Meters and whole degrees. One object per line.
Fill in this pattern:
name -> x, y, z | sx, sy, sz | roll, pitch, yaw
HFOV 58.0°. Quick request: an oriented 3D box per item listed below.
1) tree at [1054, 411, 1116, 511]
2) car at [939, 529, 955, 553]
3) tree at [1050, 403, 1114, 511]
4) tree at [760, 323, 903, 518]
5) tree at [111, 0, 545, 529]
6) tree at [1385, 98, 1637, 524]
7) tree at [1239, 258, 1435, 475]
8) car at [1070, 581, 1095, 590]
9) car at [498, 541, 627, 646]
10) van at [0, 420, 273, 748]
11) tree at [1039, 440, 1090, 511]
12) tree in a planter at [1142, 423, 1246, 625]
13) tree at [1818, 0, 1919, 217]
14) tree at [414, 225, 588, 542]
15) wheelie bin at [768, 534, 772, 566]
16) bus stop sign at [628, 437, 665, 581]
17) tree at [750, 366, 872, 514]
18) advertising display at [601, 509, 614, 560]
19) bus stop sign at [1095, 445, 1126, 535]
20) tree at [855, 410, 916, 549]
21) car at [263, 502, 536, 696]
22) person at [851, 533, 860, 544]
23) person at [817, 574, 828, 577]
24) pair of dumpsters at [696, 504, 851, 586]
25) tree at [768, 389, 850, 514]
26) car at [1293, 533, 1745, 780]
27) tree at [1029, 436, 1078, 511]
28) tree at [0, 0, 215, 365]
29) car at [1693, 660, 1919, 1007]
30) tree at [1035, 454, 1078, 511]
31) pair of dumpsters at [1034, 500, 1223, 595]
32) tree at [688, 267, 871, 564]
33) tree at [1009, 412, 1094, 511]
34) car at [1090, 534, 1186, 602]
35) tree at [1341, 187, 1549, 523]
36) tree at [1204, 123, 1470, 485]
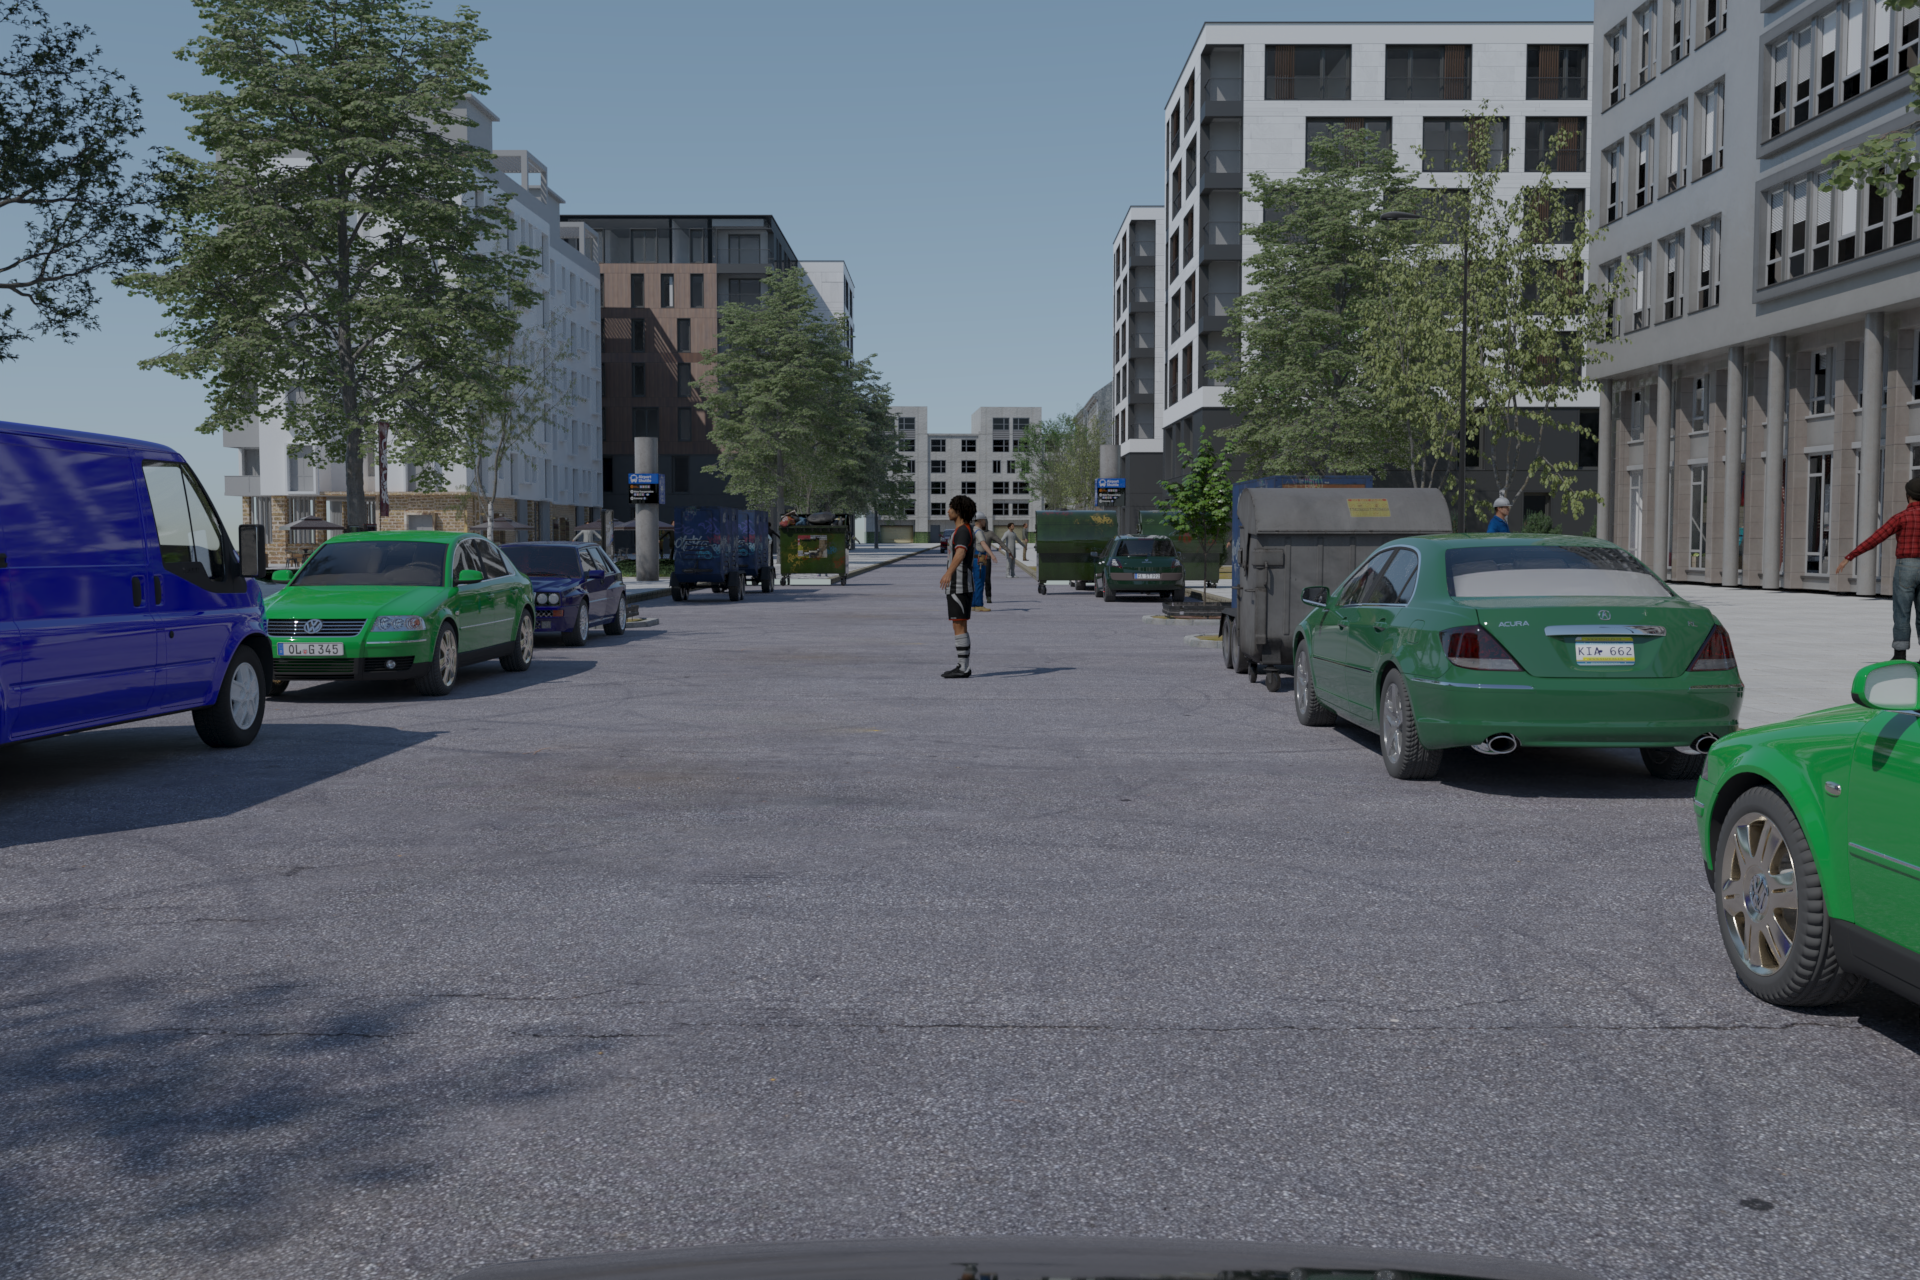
tree -> 7.618, -9.408, 104.179 | 4.737, 8.622, 4.395 | 0, 3, 0
car -> -0.467, -7.516, 131.560 | 2.281, 1.827, 5.304 | 0, 4, 0
tree -> 7.297, -8.958, 96.824 | 4.360, 8.622, 3.978 | 0, 3, 0
tree -> -7.799, -12.082, 104.203 | 9.857, 13.997, 8.962 | 0, 3, 0
tree -> -11.782, -7.000, 32.577 | 7.486, 12.596, 7.792 | 0, 3, 0
tree -> 9.319, -4.836, 29.430 | 4.737, 8.622, 4.395 | 0, 3, 0
tree -> 14.053, -8.501, 64.741 | 9.928, 11.665, 9.643 | 0, 3, 0
car -> 3.882, -2.028, 45.520 | 2.083, 1.381, 4.827 | 0, 4, 1
car -> -5.649, -0.658, 23.333 | 1.945, 1.354, 3.894 | 0, 4, 0
van -> -5.748, -0.338, 9.908 | 2.240, 2.365, 5.245 | 0, 4, 1
tree -> 8.118, -11.228, 133.933 | 4.360, 8.622, 3.978 | 0, 3, 0
tree in a planter -> 3.980, -1.885, 28.038 | 1.991, 3.239, 1.994 | 0, 4, 1
tree -> 9.350, -5.686, 11.100 | 7.486, 12.596, 7.792 | 0, 3, 0
tree -> -11.507, -5.585, 41.680 | 4.360, 8.622, 3.978 | 0, 3, 0
wheelie bin -> -6.293, -2.848, 54.467 | 0.693, 1.594, 0.980 | 0, 4, 1
bus stop sign -> -8.553, -3.567, 47.328 | 0.837, 3.901, 0.837 | 0, 4, 1
tree -> -8.394, -9.728, 93.471 | 7.601, 10.594, 8.767 | -1, 4, -20
advertising display -> -9.273, -2.470, 45.600 | 0.123, 1.923, 0.974 | 0, 4, 1
bus stop sign -> 4.449, -3.812, 51.337 | 0.837, 3.901, 0.837 | 0, 4, 0
tree -> -7.757, -14.278, 151.570 | 7.486, 12.596, 7.792 | 0, 3, 0
car -> -5.408, -0.485, 16.733 | 1.959, 1.807, 4.718 | 0, 3, 0
person -> -4.370, -3.593, 64.520 | 1.354, 1.856, 0.705 | -2, 4, -26
person -> -4.157, -2.633, 52.321 | 0.991, 1.433, 0.599 | -1, 4, -16
pair of dumpsters -> -5.259, -2.639, 48.094 | 4.436, 2.255, 1.574 | 0, 4, 1
tree -> -7.656, -8.174, 84.006 | 4.360, 8.622, 3.978 | 0, 3, 0
car -> 3.449, 0.016, 11.537 | 2.131, 1.459, 4.920 | 0, 4, 0
tree -> 7.362, -10.836, 127.529 | 4.360, 8.622, 3.978 | 0, 3, 0
tree -> -11.853, -5.140, 18.447 | 8.767, 10.594, 7.601 | 2, 4, 27
car -> 3.315, 0.299, 3.901 | 1.959, 1.807, 4.718 | 0, 4, 0
tree -> 7.976, -12.508, 154.865 | 4.360, 8.622, 3.978 | 0, 3, 0
pair of dumpsters -> 3.967, -2.215, 41.165 | 4.436, 2.255, 1.574 | 0, 3, 0
tree -> -7.600, -9.498, 73.418 | 7.486, 12.596, 7.792 | 0, 3, 0
tree -> 7.958, -13.503, 146.523 | 9.928, 11.665, 9.643 | 0, 3, 0
car -> 3.894, -1.719, 37.895 | 2.009, 1.686, 4.222 | 0, 4, 0
tree -> 10.062, -5.303, 37.075 | 4.737, 8.622, 4.395 | 0, 3, 0
tree -> 10.709, -7.958, 48.233 | 7.486, 12.596, 7.792 | 0, 3, 0
